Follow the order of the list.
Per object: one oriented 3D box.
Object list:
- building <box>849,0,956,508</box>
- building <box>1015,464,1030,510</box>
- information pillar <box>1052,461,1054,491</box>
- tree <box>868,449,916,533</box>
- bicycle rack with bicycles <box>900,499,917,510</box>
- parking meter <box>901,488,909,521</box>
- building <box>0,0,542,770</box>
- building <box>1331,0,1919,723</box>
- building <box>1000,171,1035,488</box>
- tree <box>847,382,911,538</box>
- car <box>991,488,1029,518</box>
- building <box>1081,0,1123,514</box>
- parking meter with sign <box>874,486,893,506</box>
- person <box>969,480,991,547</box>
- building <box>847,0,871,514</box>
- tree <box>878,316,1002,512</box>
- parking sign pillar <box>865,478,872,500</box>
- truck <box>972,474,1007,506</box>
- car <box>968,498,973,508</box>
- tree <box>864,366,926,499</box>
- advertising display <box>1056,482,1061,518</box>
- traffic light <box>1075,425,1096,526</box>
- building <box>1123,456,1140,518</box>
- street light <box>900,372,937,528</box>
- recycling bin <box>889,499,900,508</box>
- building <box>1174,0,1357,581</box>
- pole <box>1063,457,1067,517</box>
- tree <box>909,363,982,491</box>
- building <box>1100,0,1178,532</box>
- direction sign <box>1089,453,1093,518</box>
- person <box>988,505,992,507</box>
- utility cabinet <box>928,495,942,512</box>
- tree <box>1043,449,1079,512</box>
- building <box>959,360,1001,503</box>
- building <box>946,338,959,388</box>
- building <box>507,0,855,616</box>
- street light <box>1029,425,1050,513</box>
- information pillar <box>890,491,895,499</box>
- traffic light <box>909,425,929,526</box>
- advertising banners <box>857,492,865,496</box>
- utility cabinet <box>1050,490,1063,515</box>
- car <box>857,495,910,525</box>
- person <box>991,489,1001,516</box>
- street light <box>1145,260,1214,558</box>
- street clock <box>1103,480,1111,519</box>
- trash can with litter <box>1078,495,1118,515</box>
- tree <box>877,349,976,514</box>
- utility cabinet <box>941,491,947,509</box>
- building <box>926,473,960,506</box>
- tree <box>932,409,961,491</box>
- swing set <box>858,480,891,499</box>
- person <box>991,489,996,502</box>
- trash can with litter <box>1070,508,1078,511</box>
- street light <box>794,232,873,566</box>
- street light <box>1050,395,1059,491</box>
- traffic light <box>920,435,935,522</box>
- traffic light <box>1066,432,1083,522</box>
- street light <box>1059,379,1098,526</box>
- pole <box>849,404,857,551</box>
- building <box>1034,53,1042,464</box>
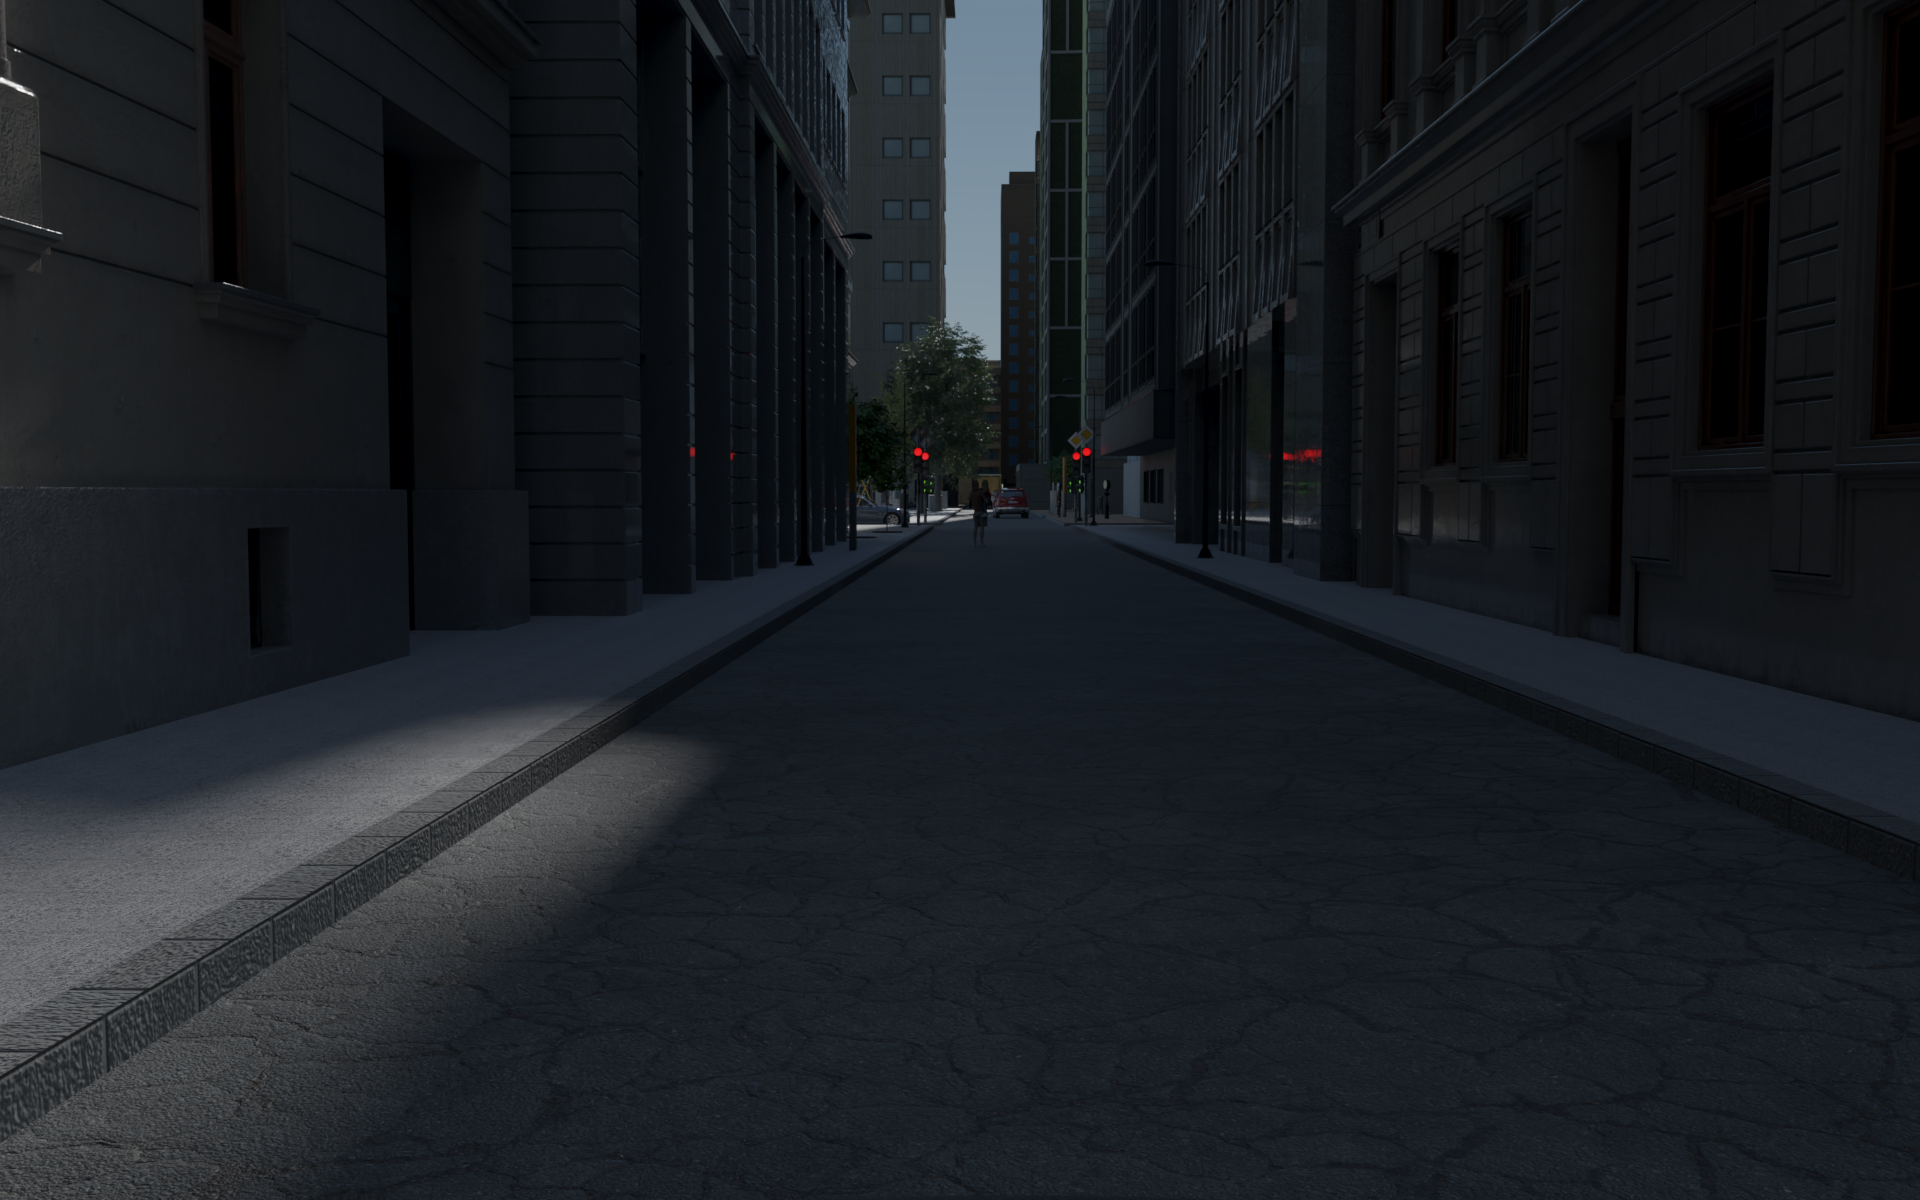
[{"bbox_3d":[-14.975,-35.309,166.533,28.713,52.752,27.495,0,4,1],"label":"building"},{"bbox_3d":[15.032,-43.012,141.497,20.563,71.187,20.611,0,4,1],"label":"building"},{"bbox_3d":[6.656,-8.095,123.708,0.183,3.616,0.504,1,4,9],"label":"information pillar"},{"bbox_3d":[-2.514,-3.839,57.376,1.663,3.219,1.824,0,3,0],"label":"tree"},{"bbox_3d":[-4.174,-7.583,137.365,2.925,0.926,2.852,1,4,9],"label":"bicycle rack with bicycles"},{"bbox_3d":[-2.688,-4.792,84.067,0.255,1.863,0.399,-2,4,-30],"label":"parking meter"},{"bbox_3d":[-10.701,-13.341,5.518,14.401,28.519,23.554,0,4,1],"label":"building"},{"bbox_3d":[10.417,-10.881,14.060,11.583,22.565,21.152,0,4,1],"label":"building"},{"bbox_3d":[12.808,-36.270,243.122,14.200,45.320,14.600,0,4,1],"label":"building"},{"bbox_3d":[-3.106,-4.083,50.476,4.285,4.588,4.351,0,3,0],"label":"tree"},{"bbox_3d":[3.038,-5.824,103.891,2.281,1.827,5.304,0,4,-1],"label":"car"},{"bbox_3d":[15.013,-26.367,114.701,14.154,41.232,14.086,0,4,1],"label":"building"},{"bbox_3d":[-3.602,-5.111,79.831,0.543,3.016,1.738,-2,4,-27],"label":"parking meter with sign"},{"bbox_3d":[0.572,-2.381,47.407,0.580,1.828,0.573,-1,4,-11],"label":"person"},{"bbox_3d":[-18.746,-14.032,62.704,30.059,22.955,16.112,0,4,1],"label":"building"},{"bbox_3d":[-1.548,-13.385,125.500,9.857,13.997,8.962,0,3,0],"label":"tree"},{"bbox_3d":[-7.321,-9.183,138.612,1.447,3.967,1.447,0,4,2],"label":"parking sign pillar"},{"bbox_3d":[2.759,-10.553,168.469,3.469,3.379,9.791,0,4,2],"label":"truck"},{"bbox_3d":[1.841,-10.182,178.275,2.131,1.459,4.920,0,3,0],"label":"car"},{"bbox_3d":[-3.982,-9.172,100.332,4.737,8.622,4.395,0,3,0],"label":"tree"},{"bbox_3d":[5.420,-5.487,94.924,0.123,1.923,0.974,0,4,-5],"label":"advertising display"},{"bbox_3d":[5.091,-4.968,70.145,0.839,4.253,0.868,0,4,1],"label":"traffic light"},{"bbox_3d":[21.912,-30.570,89.059,27.495,52.752,28.713,0,4,1],"label":"building"},{"bbox_3d":[-1.572,-5.726,66.169,1.470,5.913,1.316,0,4,1],"label":"street light"},{"bbox_3d":[-3.546,-4.782,90.747,0.722,1.027,0.722,0,4,6],"label":"recycling bin"},{"bbox_3d":[11.443,-13.239,34.483,12.078,24.808,19.932,0,4,1],"label":"building"},{"bbox_3d":[5.800,-6.250,96.025,0.158,3.312,0.155,0,3,0],"label":"pole"},{"bbox_3d":[-1.213,-14.070,148.172,7.486,12.596,7.792,0,3,0],"label":"tree"},{"bbox_3d":[12.549,-16.126,57.168,14.314,27.812,24.014,0,4,1],"label":"building"},{"bbox_3d":[7.213,-6.289,94.820,0.379,3.537,0.876,0,4,-3],"label":"direction sign"},{"bbox_3d":[3.181,-10.863,185.978,0.709,1.838,0.599,0,4,-4],"label":"person"},{"bbox_3d":[-1.806,-7.070,126.748,1.020,1.237,0.306,-2,4,-28],"label":"utility cabinet"},{"bbox_3d":[7.739,-8.763,126.991,4.285,4.588,4.351,0,3,0],"label":"tree"},{"bbox_3d":[-8.634,-24.827,250.956,28.899,21.520,27.650,0,4,1],"label":"building"},{"bbox_3d":[-15.118,-22.688,215.993,28.899,21.520,27.650,0,4,1],"label":"building"},{"bbox_3d":[-8.658,-15.571,32.082,11.434,29.767,29.804,0,4,1],"label":"building"},{"bbox_3d":[5.631,-8.849,117.219,1.470,5.913,1.316,0,4,1],"label":"street light"},{"bbox_3d":[-4.134,-7.054,106.692,0.183,3.616,0.504,-2,4,-35],"label":"information pillar"},{"bbox_3d":[-1.669,-4.973,70.233,0.839,4.253,0.868,0,4,1],"label":"traffic light"},{"bbox_3d":[-8.503,-9.152,145.815,2.074,3.025,0.090,3,5,40],"label":"advertising banners"},{"bbox_3d":[6.038,-5.998,106.753,0.318,1.500,1.173,3,5,45],"label":"utility cabinet"},{"bbox_3d":[-4.382,-3.836,74.724,4.499,1.417,2.014,0,3,0],"label":"car"},{"bbox_3d":[2.375,-6.311,112.437,0.760,1.731,0.466,-3,5,-41],"label":"person"},{"bbox_3d":[4.372,-3.791,34.517,1.470,5.913,1.316,0,4,1],"label":"street light"},{"bbox_3d":[7.565,-5.175,89.181,0.358,2.002,0.471,-1,4,-19],"label":"street clock"},{"bbox_3d":[8.845,-5.886,107.289,1.678,1.210,2.233,-2,4,-35],"label":"trash can with litter"},{"bbox_3d":[-2.699,-10.885,112.377,8.767,10.594,7.601,3,4,37],"label":"tree"},{"bbox_3d":[-1.655,-8.368,145.501,1.173,1.500,0.318,0,4,4],"label":"utility cabinet"},{"bbox_3d":[-10.389,-46.003,190.403,20.563,71.187,20.611,0,4,1],"label":"building"},{"bbox_3d":[-1.415,-11.300,135.116,4.360,8.622,3.978,0,3,0],"label":"tree"},{"bbox_3d":[-7.689,-9.398,151.271,2.862,2.851,3.119,1,4,18],"label":"swing set"},{"bbox_3d":[3.063,-8.861,153.259,0.514,1.842,0.818,-1,4,-16],"label":"person"},{"bbox_3d":[9.379,-7.400,132.041,2.233,1.210,1.678,2,4,27],"label":"trash can with litter"},{"bbox_3d":[-2.254,-3.569,30.889,1.470,5.913,1.316,0,4,1],"label":"street light"},{"bbox_3d":[5.096,-6.659,81.423,1.470,5.913,1.316,0,4,1],"label":"street light"},{"bbox_3d":[-1.546,-5.462,78.217,0.839,4.253,0.868,0,4,1],"label":"traffic light"},{"bbox_3d":[5.215,-5.456,78.129,0.839,4.253,0.868,0,4,1],"label":"traffic light"},{"bbox_3d":[4.859,-5.949,69.800,1.470,5.913,1.316,0,4,1],"label":"street light"},{"bbox_3d":[-2.432,-2.780,39.295,0.158,3.312,0.155,0,3,0],"label":"pole"},{"bbox_3d":[14.463,-29.335,163.217,14.154,41.232,14.086,0,4,1],"label":"building"}]
